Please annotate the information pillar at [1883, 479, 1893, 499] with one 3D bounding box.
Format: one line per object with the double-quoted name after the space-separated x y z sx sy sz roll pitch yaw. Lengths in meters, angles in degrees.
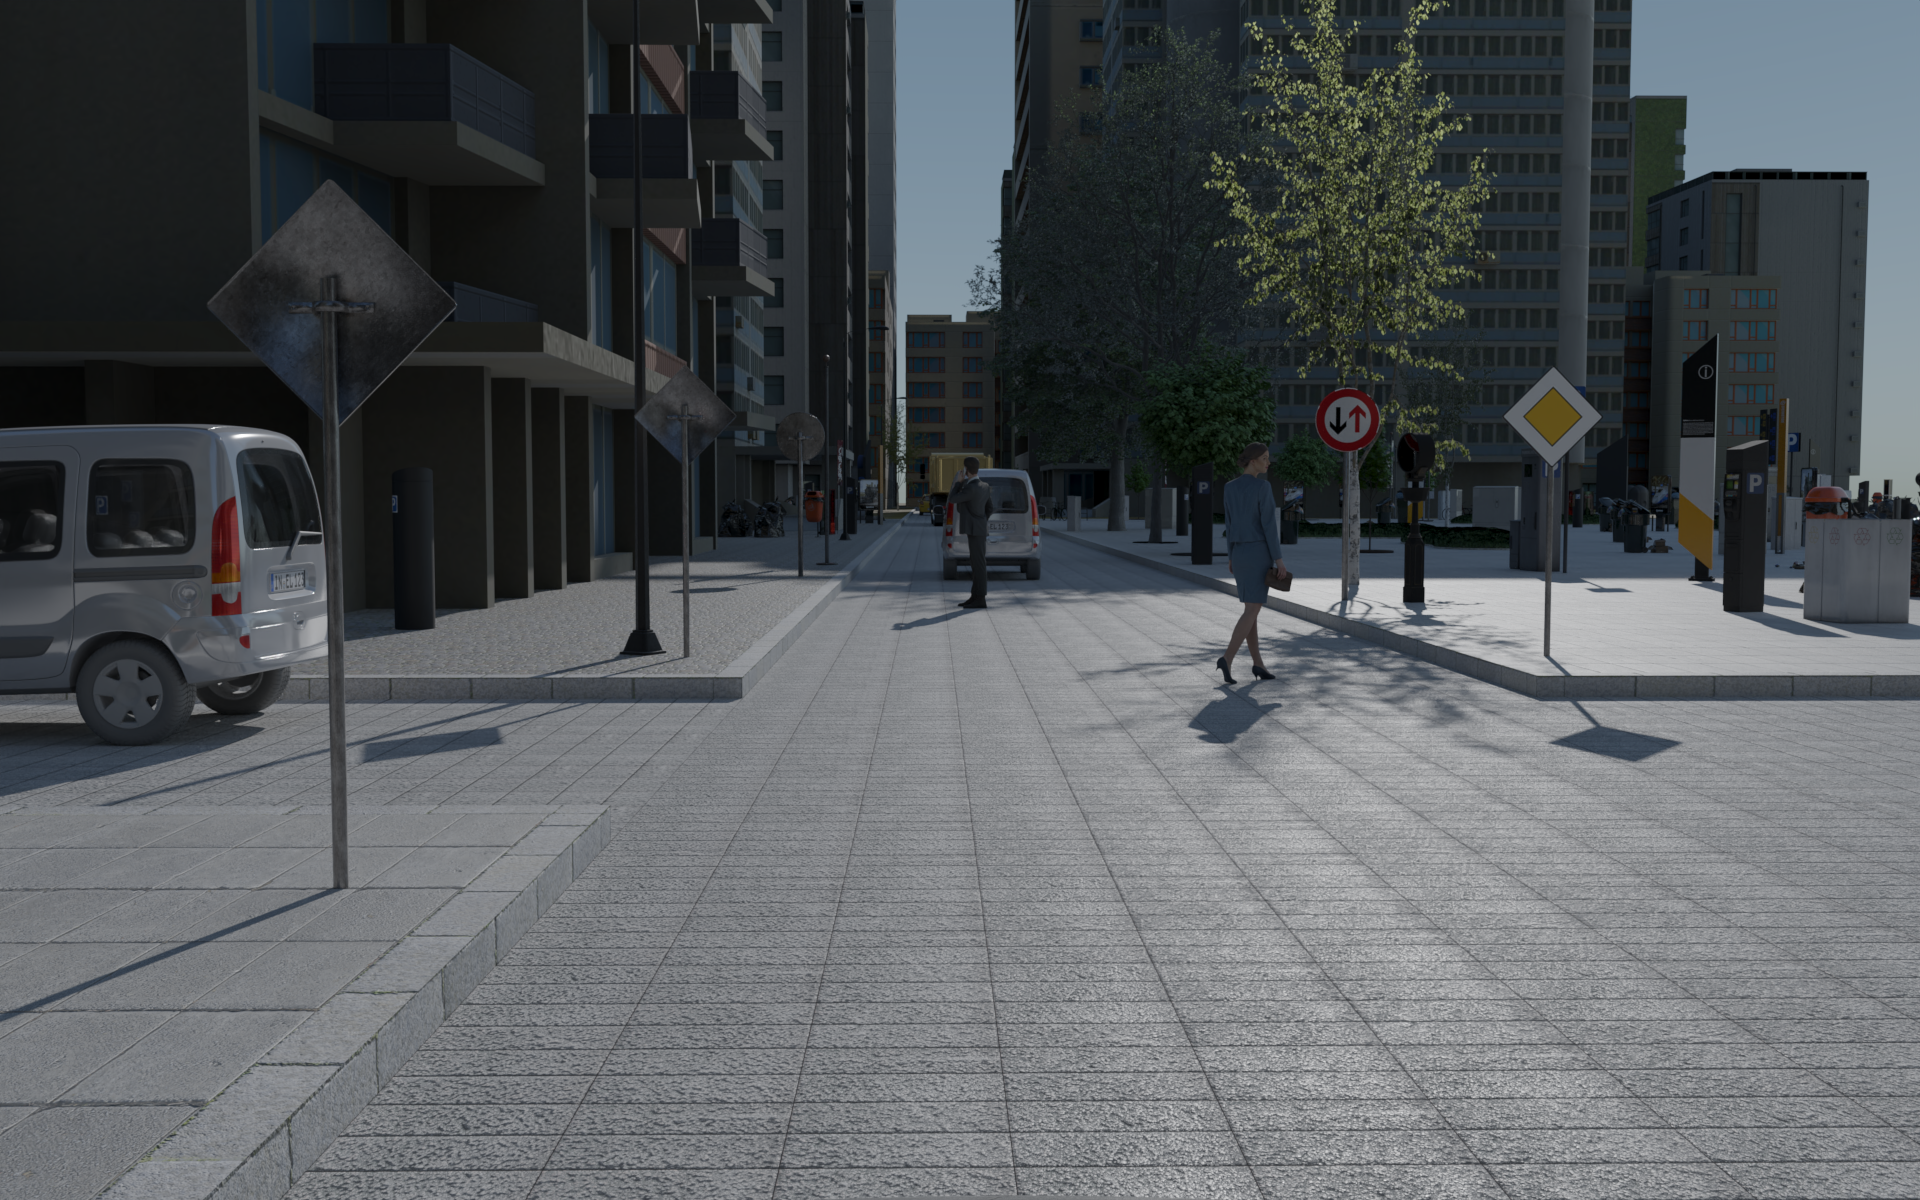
46.124 -4.992 86.114 0.304 2.012 0.304 -2 4 -35 "information pillar"

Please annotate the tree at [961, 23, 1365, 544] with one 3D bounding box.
5.226 -8.217 44.720 12.009 13.543 11.850 0 3 0 "tree"

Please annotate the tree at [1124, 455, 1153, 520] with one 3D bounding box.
8.781 -5.615 86.413 1.663 3.219 1.824 0 3 0 "tree"

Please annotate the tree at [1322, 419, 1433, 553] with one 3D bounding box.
9.048 -2.652 37.966 1.663 3.219 1.824 0 3 0 "tree"

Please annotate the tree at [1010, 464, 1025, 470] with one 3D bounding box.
3.634 -7.084 110.431 1.663 3.219 1.824 0 3 0 "tree"

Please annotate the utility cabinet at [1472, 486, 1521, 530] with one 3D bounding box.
14.916 -2.423 48.294 1.173 1.500 0.318 2 4 35 "utility cabinet"

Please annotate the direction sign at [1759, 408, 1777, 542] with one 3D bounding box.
21.525 -3.315 46.200 0.379 3.537 0.876 0 4 -1 "direction sign"

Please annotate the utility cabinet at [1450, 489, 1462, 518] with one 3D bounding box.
22.404 -4.251 78.189 0.318 1.500 1.173 2 4 27 "utility cabinet"

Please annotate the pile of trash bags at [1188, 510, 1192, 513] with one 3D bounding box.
11.695 -4.756 87.511 1.912 1.369 3.447 1 4 20 "pile of trash bags"

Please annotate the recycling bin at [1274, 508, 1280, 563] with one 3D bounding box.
5.473 -1.201 32.186 0.722 1.027 0.722 3 4 38 "recycling bin"

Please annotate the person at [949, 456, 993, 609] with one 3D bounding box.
0.132 -0.850 21.758 0.474 1.900 0.648 1 4 14 "person"

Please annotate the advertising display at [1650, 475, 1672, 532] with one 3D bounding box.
24.023 -3.313 59.373 0.123 1.923 0.974 -1 4 -13 "advertising display"

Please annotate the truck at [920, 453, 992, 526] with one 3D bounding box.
-0.064 -5.165 80.365 3.469 3.379 9.791 0 4 -2 "truck"

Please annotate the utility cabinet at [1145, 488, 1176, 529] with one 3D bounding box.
7.296 -3.322 62.989 1.173 1.500 0.318 3 5 39 "utility cabinet"

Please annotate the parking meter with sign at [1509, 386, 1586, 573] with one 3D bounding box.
9.702 -1.993 28.841 0.543 3.016 1.738 -1 4 -8 "parking meter with sign"

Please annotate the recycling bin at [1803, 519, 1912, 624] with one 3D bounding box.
9.047 -0.301 17.476 0.722 1.027 0.722 0 4 -5 "recycling bin"

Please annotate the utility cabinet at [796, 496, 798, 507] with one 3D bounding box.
-7.777 -4.682 87.709 1.020 1.237 0.306 1 4 20 "utility cabinet"

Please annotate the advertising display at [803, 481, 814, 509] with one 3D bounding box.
-7.673 -4.971 86.494 0.974 1.923 0.123 3 5 40 "advertising display"

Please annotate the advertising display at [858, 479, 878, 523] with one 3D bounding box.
-3.966 -4.309 75.663 0.974 1.923 0.123 -2 4 -28 "advertising display"

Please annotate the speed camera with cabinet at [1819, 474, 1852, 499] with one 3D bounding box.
39.877 -5.194 79.259 0.660 3.252 2.038 -1 4 -12 "speed camera with cabinet"

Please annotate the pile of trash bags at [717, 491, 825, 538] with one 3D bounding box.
-5.616 -2.563 51.651 3.447 1.369 1.912 1 4 20 "pile of trash bags"

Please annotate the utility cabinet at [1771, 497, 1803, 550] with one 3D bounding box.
19.136 -1.769 40.084 1.020 1.237 0.306 -3 5 -42 "utility cabinet"

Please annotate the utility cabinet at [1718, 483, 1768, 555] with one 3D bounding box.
16.422 -1.689 36.288 1.173 1.500 0.318 -2 4 -30 "utility cabinet"

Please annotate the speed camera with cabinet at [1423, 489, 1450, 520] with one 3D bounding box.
23.787 -5.604 85.959 2.038 3.252 0.660 0 4 -4 "speed camera with cabinet"

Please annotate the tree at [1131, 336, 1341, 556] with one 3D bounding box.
5.192 -3.215 36.287 4.285 4.588 4.351 0 3 0 "tree"

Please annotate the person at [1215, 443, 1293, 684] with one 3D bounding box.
2.183 -0.286 13.208 0.654 1.822 0.581 -1 4 -22 "person"

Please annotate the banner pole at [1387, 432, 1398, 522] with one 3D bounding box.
17.416 -4.887 69.916 0.401 3.779 0.863 1 4 23 "banner pole"

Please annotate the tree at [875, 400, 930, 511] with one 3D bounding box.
-4.651 -11.222 133.846 4.737 8.622 4.395 0 3 0 "tree"

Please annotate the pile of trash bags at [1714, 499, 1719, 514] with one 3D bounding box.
35.621 -4.417 81.968 3.447 1.369 1.912 -3 5 -43 "pile of trash bags"

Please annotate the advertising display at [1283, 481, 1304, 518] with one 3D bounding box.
15.936 -4.746 82.817 0.974 1.923 0.123 0 4 0 "advertising display"

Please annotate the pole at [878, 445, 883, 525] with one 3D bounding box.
-3.331 -4.808 72.456 0.158 3.312 0.155 0 3 0 "pole"

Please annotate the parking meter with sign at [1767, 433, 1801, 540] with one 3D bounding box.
22.866 -3.226 49.012 1.738 3.016 0.543 -1 4 -19 "parking meter with sign"

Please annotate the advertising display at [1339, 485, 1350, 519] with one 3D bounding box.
19.887 -5.111 88.778 0.974 1.923 0.123 3 5 41 "advertising display"

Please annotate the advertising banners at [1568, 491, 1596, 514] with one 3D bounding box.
27.271 -4.955 77.203 2.074 3.025 0.090 1 4 9 "advertising banners"

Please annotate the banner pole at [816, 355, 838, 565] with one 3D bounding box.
-2.426 -2.540 31.542 0.401 3.779 0.863 0 4 -4 "banner pole"

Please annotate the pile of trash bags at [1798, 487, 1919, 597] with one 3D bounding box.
11.631 -0.750 22.021 3.447 1.369 1.912 -3 5 -41 "pile of trash bags"

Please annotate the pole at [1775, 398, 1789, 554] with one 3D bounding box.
17.576 -2.641 37.031 0.158 3.312 0.155 0 3 0 "pole"

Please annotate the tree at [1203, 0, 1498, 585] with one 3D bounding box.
5.514 -4.510 24.097 4.360 8.622 3.978 0 3 0 "tree"

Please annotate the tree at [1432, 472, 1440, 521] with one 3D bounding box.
21.901 -5.328 81.712 1.663 3.219 1.824 0 3 0 "tree"

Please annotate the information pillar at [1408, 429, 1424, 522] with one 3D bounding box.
14.576 -3.919 55.434 0.504 3.616 0.183 1 4 10 "information pillar"

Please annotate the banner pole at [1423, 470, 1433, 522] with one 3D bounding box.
21.513 -5.523 80.325 0.863 3.779 0.401 1 4 10 "banner pole"

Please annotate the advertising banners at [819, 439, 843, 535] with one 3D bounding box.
-4.072 -3.588 54.844 0.090 3.025 2.074 1 4 18 "advertising banners"

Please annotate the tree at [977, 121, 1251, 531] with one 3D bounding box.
5.350 -9.371 59.875 9.857 13.997 8.962 0 3 0 "tree"

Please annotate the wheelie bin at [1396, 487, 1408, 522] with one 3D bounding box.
19.794 -4.234 77.141 0.693 1.594 0.980 2 4 29 "wheelie bin"

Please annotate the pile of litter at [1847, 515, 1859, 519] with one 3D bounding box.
17.733 -1.233 34.123 1.719 0.858 1.176 1 4 18 "pile of litter"

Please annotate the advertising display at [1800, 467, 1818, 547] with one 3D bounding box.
20.616 -2.256 42.099 0.123 1.923 0.974 1 4 11 "advertising display"

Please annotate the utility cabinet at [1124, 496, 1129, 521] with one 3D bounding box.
7.789 -4.407 83.212 0.306 1.237 1.020 2 4 30 "utility cabinet"

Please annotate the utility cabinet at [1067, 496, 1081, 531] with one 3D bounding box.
3.964 -2.990 60.043 0.306 1.237 1.020 1 4 15 "utility cabinet"

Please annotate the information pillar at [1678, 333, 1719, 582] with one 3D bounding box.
10.874 -2.088 25.491 0.504 3.616 0.183 2 4 33 "information pillar"

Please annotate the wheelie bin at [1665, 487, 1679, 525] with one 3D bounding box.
30.065 -3.985 73.066 0.693 1.594 0.980 -2 4 -27 "wheelie bin"
